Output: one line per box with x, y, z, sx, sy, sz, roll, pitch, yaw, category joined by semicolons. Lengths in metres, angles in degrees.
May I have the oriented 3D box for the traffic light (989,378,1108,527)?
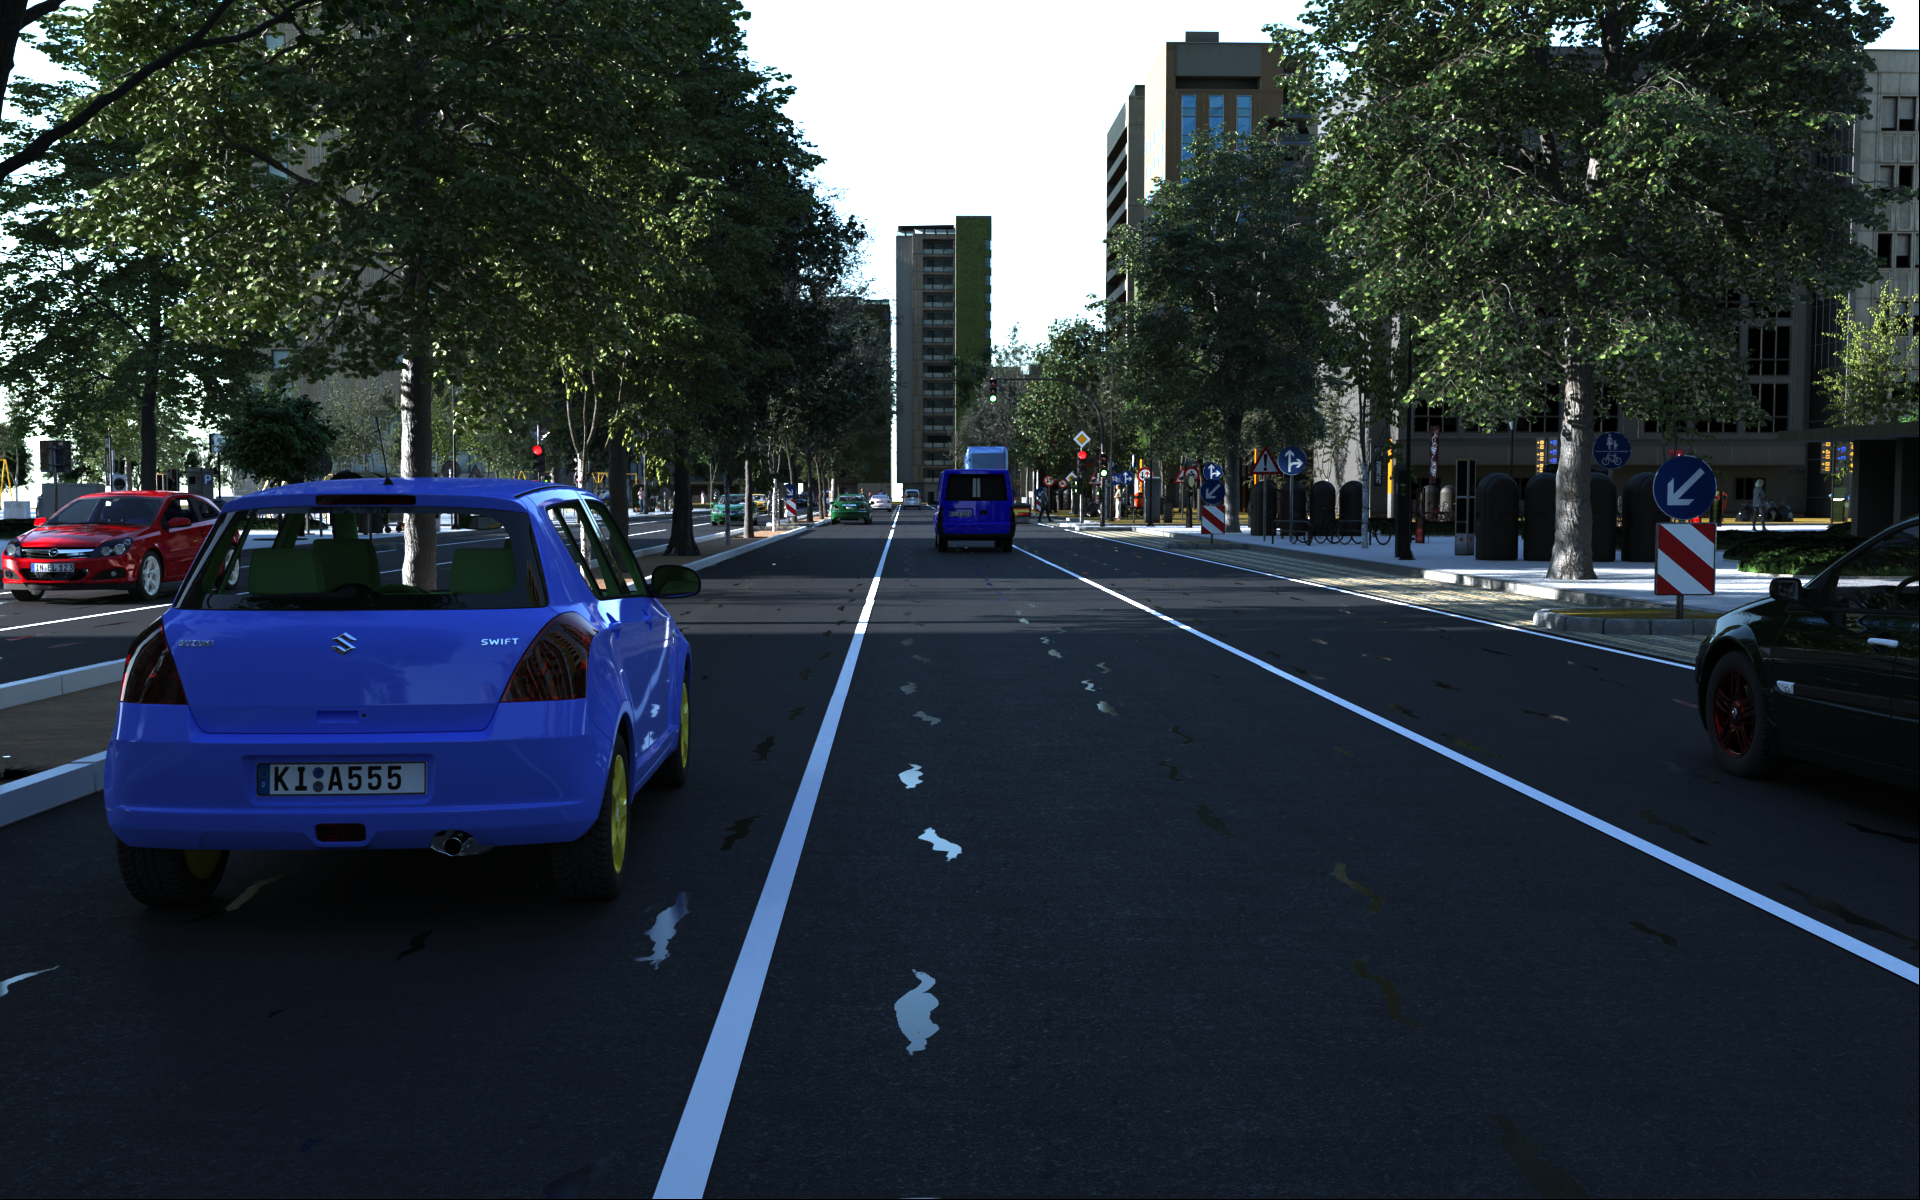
3.502;-5.707;67.971;4.771;5.953;1.251;0;4;-2;traffic light

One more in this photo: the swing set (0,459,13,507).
-44.460;-4.895;77.661;3.119;2.851;2.862;-1;4;-14;swing set

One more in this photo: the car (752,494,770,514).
-14.842;-7.119;126.618;2.015;1.641;3.980;0;4;-3;car

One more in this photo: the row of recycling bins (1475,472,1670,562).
11.754;-1.601;33.291;3.534;1.692;1.069;1;4;17;row of recycling bins

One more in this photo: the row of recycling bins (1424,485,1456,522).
22.449;-4.322;77.771;3.534;1.692;1.069;2;4;30;row of recycling bins

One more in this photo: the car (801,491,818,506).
-17.949;-11.968;204.351;2.281;1.827;5.304;0;4;0;car

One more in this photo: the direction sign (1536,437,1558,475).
23.495;-4.735;69.410;0.876;3.537;0.379;3;5;43;direction sign

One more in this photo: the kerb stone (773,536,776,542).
-5.573;-1.746;50.807;0.120;0.150;1.000;0;4;-2;kerb stone

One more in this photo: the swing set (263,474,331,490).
-31.098;-5.044;80.086;2.862;2.851;3.119;0;4;-7;swing set

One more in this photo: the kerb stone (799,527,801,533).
-5.974;-2.502;63.108;0.120;0.150;1.000;0;4;-2;kerb stone

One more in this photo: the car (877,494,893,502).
-7.752;-10.038;173.912;2.009;1.686;4.222;0;4;-3;car

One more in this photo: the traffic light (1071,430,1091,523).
5.332;-5.336;76.160;0.839;4.253;0.868;0;4;-2;traffic light

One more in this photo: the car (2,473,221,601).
-11.776;-0.948;24.537;2.155;1.783;4.494;0;4;-1;car

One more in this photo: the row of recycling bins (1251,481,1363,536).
10.723;-2.821;53.236;3.534;1.692;1.069;1;4;10;row of recycling bins

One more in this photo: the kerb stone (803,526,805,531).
-6.032;-2.620;65.151;0.120;0.150;1.000;0;4;-2;kerb stone

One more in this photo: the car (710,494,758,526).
-10.369;-4.166;79.909;2.131;1.459;4.920;0;4;-1;car

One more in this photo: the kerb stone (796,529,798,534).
-5.896;-2.377;61.059;0.120;0.150;1.000;0;4;-2;kerb stone

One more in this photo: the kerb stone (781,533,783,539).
-5.677;-1.938;53.878;0.120;0.150;1.000;0;4;-2;kerb stone

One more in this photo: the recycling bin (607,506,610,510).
-24.654;-6.561;119.823;0.722;1.027;0.722;-3;4;-37;recycling bin

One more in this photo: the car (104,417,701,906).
-2.109;0.136;7.364;1.945;1.707;3.694;0;4;-4;car

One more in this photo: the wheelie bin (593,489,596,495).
-23.458;-6.369;112.039;0.693;1.594;0.980;-3;4;-36;wheelie bin

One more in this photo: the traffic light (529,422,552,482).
-16.360;-4.803;67.457;0.839;4.253;0.868;0;4;-2;traffic light

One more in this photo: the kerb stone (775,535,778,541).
-5.605;-1.813;51.834;0.120;0.150;1.000;0;4;-2;kerb stone

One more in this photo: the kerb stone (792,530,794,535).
-5.837;-2.246;59.017;0.120;0.150;1.000;0;4;-2;kerb stone

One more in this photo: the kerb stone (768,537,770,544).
-5.511;-1.625;48.763;0.120;0.150;1.000;0;4;-2;kerb stone

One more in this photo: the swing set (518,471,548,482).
-29.051;-7.443;119.313;2.862;2.851;3.119;2;4;31;swing set

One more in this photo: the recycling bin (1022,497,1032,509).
5.466;-7.888;141.530;0.722;1.027;0.722;1;4;12;recycling bin

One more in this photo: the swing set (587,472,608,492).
-26.834;-8.023;128.795;2.862;2.851;3.119;1;4;10;swing set

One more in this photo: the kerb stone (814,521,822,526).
-6.486;-3.474;78.999;0.120;0.150;1.000;0;4;-2;kerb stone

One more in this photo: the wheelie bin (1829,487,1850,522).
40.796;-4.429;80.328;0.693;1.594;0.980;-3;5;-43;wheelie bin

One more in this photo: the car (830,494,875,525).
-5.150;-4.322;82.468;2.131;1.459;4.920;0;4;-1;car

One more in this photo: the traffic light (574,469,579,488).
-14.530;-6.170;75.540;4.771;5.953;1.251;0;4;-2;traffic light

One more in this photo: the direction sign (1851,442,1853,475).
35.632;-4.710;69.006;0.379;3.537;0.876;0;4;1;direction sign

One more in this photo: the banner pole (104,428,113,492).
-31.978;-4.592;65.098;0.401;3.779;0.863;-1;4;-9;banner pole

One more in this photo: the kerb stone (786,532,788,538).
-5.732;-2.063;55.929;0.120;0.150;1.000;0;4;-2;kerb stone

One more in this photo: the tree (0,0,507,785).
-4.887;-4.889;8.151;9.928;11.665;9.643;0;3;0;tree

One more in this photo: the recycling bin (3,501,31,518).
-34.555;-3.114;63.472;0.722;1.027;0.722;-1;4;-11;recycling bin

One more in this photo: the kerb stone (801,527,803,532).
-6.001;-2.558;64.130;0.120;0.150;1.000;0;4;-2;kerb stone

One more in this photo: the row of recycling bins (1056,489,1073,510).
8.344;-7.988;137.712;3.534;1.692;1.069;3;4;39;row of recycling bins

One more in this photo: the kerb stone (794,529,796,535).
-5.867;-2.315;60.038;0.120;0.150;1.000;0;4;-2;kerb stone

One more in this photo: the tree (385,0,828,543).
-6.315;-6.780;31.445;7.486;12.596;7.792;0;3;0;tree

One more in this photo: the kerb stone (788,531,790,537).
-5.766;-2.126;56.959;0.120;0.150;1.000;0;4;-2;kerb stone

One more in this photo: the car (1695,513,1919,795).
4.795;0.135;7.574;2.009;1.686;4.222;0;4;-1;car

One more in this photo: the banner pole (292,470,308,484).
-29.694;-5.389;78.124;0.863;3.779;0.401;-2;4;-33;banner pole

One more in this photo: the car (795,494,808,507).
-17.855;-11.266;193.985;2.009;1.686;4.222;0;4;0;car

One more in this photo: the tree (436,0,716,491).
-5.541;-4.438;25.387;4.737;8.622;4.395;0;3;0;tree

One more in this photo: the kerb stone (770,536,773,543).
-5.544;-1.687;49.785;0.120;0.150;1.000;0;4;-2;kerb stone

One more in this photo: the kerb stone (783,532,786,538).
-5.705;-2.001;54.907;0.120;0.150;1.000;0;4;-2;kerb stone

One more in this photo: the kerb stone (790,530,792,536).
-5.806;-2.181;57.984;0.120;0.150;1.000;0;4;-2;kerb stone

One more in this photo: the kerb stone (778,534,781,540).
-5.641;-1.875;52.857;0.120;0.150;1.000;0;4;-2;kerb stone

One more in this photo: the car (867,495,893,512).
-6.477;-7.814;140.119;2.083;1.381;4.827;0;4;-4;car

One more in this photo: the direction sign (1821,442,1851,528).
32.917;-4.484;65.304;0.876;3.537;0.379;3;5;40;direction sign

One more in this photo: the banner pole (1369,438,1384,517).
18.641;-5.365;77.736;0.863;3.779;0.401;-1;4;-10;banner pole
